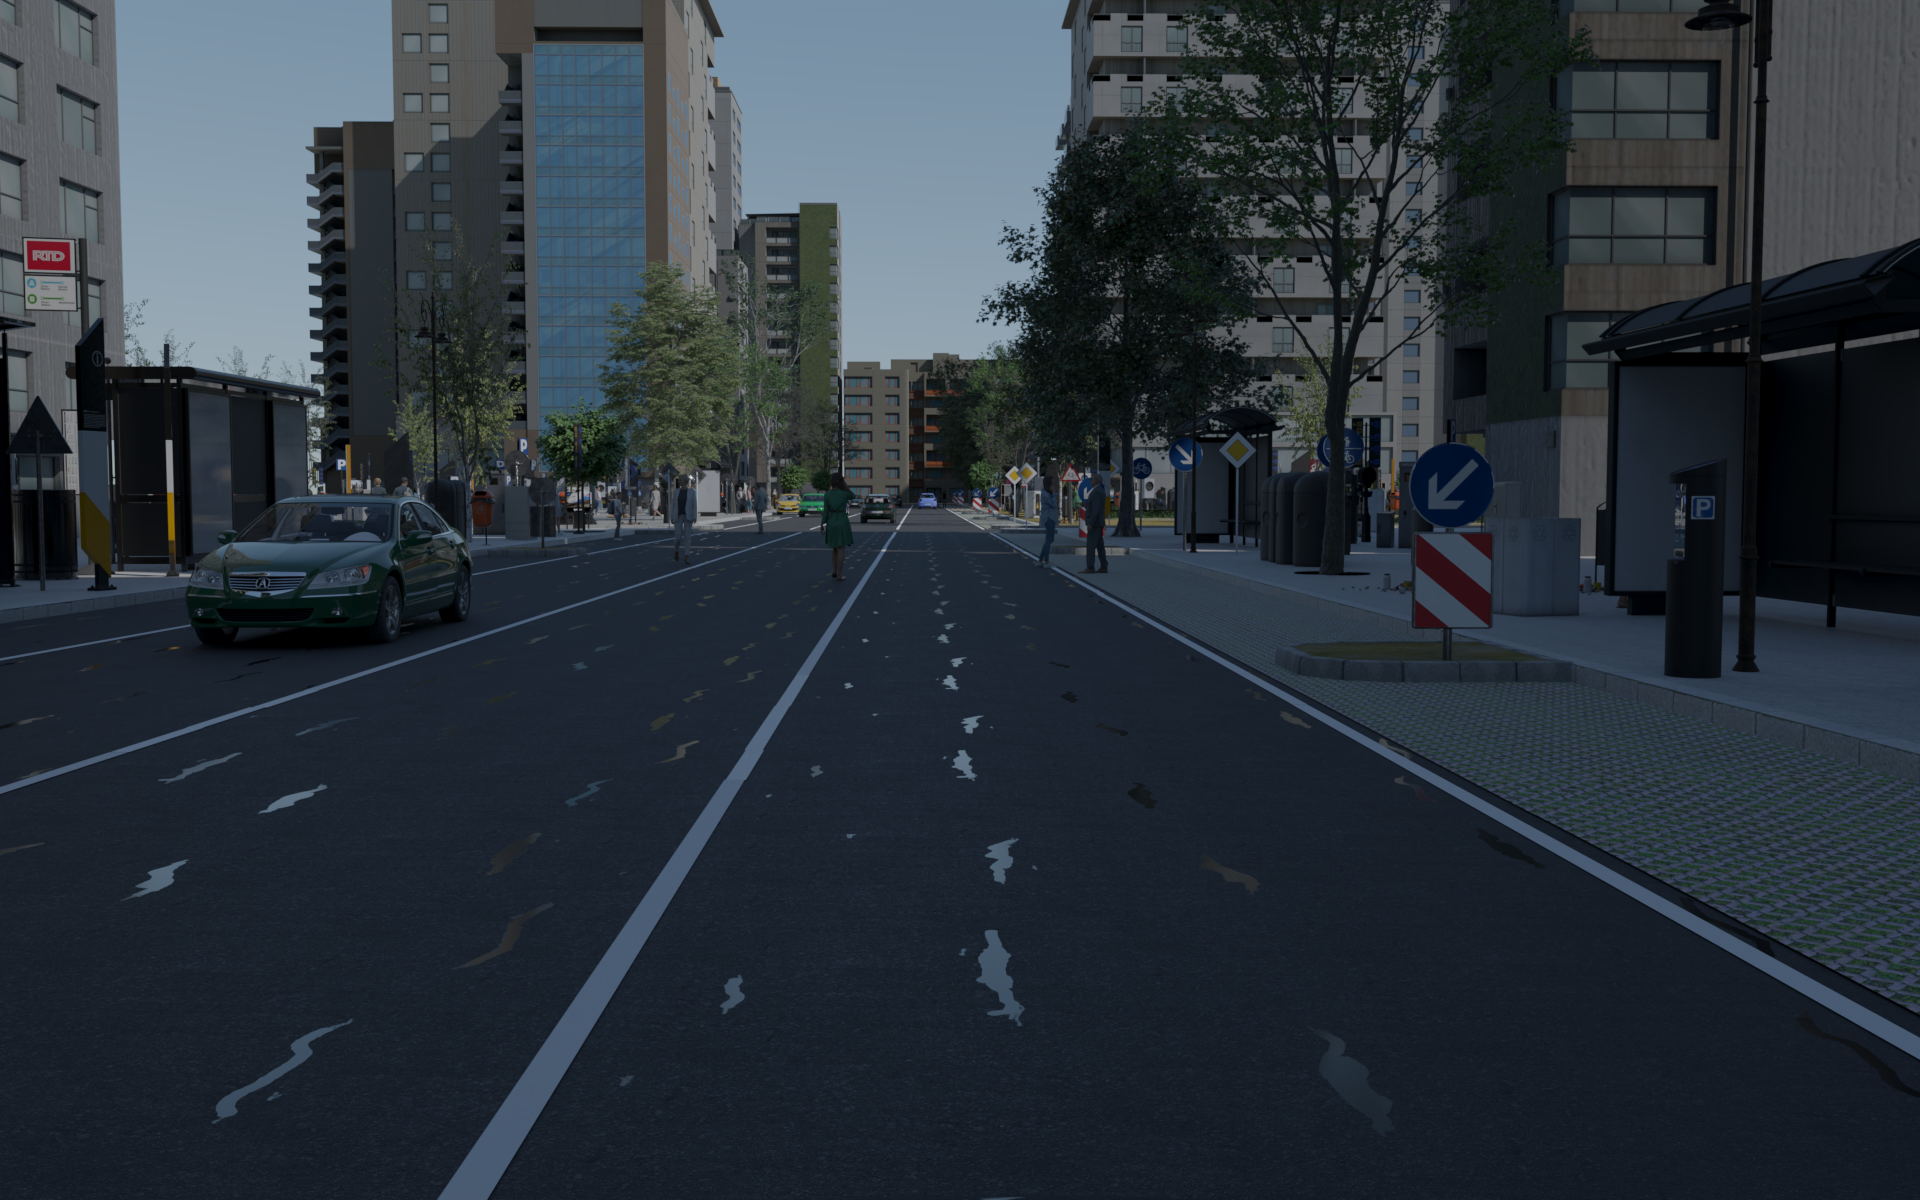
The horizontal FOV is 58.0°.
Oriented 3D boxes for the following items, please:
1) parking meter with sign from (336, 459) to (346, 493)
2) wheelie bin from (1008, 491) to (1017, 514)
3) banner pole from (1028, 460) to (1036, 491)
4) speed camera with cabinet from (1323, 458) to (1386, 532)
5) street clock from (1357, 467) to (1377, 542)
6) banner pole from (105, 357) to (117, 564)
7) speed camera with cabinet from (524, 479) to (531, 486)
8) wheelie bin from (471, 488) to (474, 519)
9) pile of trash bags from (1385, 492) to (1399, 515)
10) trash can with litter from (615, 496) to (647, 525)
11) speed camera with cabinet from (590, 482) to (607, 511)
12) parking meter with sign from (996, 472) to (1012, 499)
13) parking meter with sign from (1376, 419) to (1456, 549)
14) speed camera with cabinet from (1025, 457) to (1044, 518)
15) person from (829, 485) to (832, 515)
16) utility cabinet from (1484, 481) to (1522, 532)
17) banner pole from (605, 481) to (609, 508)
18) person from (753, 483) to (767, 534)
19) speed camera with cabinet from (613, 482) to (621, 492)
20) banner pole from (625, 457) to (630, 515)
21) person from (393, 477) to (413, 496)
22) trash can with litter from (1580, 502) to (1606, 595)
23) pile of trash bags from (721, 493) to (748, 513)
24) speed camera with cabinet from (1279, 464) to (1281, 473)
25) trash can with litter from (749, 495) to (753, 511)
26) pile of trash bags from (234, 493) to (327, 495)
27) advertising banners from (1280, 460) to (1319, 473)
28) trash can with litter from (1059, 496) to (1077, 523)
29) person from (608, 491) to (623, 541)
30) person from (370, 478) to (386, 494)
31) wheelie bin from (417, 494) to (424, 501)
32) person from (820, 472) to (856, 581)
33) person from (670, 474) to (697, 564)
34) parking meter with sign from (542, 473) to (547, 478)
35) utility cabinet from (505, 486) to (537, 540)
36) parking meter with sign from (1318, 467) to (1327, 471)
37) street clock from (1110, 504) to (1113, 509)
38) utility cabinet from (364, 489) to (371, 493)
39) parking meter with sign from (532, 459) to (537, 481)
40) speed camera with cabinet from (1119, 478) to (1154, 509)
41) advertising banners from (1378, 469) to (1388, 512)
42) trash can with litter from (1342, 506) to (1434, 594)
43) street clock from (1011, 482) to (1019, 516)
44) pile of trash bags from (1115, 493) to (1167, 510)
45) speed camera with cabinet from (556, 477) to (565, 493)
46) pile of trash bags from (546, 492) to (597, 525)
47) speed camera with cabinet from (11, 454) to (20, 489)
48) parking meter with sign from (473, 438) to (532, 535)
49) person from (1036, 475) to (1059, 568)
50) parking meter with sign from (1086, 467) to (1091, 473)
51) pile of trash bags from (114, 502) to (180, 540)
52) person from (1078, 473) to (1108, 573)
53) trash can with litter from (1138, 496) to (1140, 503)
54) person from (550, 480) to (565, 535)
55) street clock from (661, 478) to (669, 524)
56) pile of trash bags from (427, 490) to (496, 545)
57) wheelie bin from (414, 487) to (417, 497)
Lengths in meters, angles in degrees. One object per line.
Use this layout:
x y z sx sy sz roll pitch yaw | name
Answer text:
-30.304 -5.481 85.874 0.543 3.016 1.738 -3 5 -43 | parking meter with sign
3.510 -6.383 112.262 0.693 1.594 0.980 0 4 -8 | wheelie bin
5.192 -8.346 126.476 0.863 3.779 0.401 3 4 36 | banner pole
13.298 -3.920 58.429 2.038 3.252 0.660 1 4 19 | speed camera with cabinet
10.823 -2.540 46.105 0.471 2.002 0.358 -1 4 -22 | street clock
-15.369 -2.558 31.837 0.863 3.779 0.401 -1 4 -12 | banner pole
-25.851 -6.664 103.297 0.660 3.252 2.038 -1 4 -17 | speed camera with cabinet
-28.375 -5.602 99.497 0.980 1.594 0.693 2 4 24 | wheelie bin
22.043 -5.011 91.681 1.912 1.369 3.447 -2 4 -30 | pile of trash bags
-13.946 -3.762 72.565 1.678 1.210 2.233 1 4 12 | trash can with litter
-27.891 -8.354 130.923 2.038 3.252 0.660 -2 4 -24 | speed camera with cabinet
3.714 -8.570 136.382 1.738 3.016 0.543 -1 4 -23 | parking meter with sign
10.740 -2.729 40.882 1.738 3.016 0.543 2 4 29 | parking meter with sign
4.081 -5.983 92.159 0.660 3.252 2.038 2 4 24 | speed camera with cabinet
-5.487 -4.002 74.032 0.679 1.850 0.850 2 4 35 | person
9.691 -1.365 31.003 0.318 1.500 1.173 0 4 0 | utility cabinet
-28.229 -9.050 137.988 0.863 3.779 0.401 -1 4 -12 | banner pole
-7.188 -3.271 62.081 0.391 1.810 0.635 1 4 17 | person
-28.208 -8.925 140.257 2.038 3.252 0.660 2 4 26 | speed camera with cabinet
-20.114 -7.018 104.763 0.401 3.779 0.863 -2 4 -33 | banner pole
-16.580 -2.761 51.540 0.623 1.781 0.721 -2 4 -31 | person
8.978 -0.703 22.550 2.233 1.210 1.678 1 4 14 | trash can with litter
-15.855 -6.684 119.033 1.912 1.369 3.447 -2 4 -35 | pile of trash bags
21.984 -7.411 115.509 2.038 3.252 0.660 0 4 2 | speed camera with cabinet
-15.517 -7.187 128.560 1.678 1.210 2.233 -1 4 -21 | trash can with litter
-20.466 -2.578 51.907 3.447 1.369 1.912 0 4 -6 | pile of trash bags
17.013 -5.555 87.008 2.074 3.025 0.090 0 4 -3 | advertising banners
4.720 -4.002 76.483 1.678 1.210 2.233 0 4 3 | trash can with litter
-10.533 -2.582 53.310 0.503 1.515 0.523 3 5 45 | person
-17.830 -2.859 53.211 0.534 1.772 0.576 3 4 38 | person
-29.656 -5.457 97.129 0.693 1.594 0.980 3 4 38 | wheelie bin
-2.042 -1.227 28.805 0.600 1.795 0.529 0 4 2 | person
-5.714 -1.675 35.758 0.514 1.842 0.818 -1 4 -19 | person
-35.090 -9.000 143.413 0.543 3.016 1.738 3 5 40 | parking meter with sign
-12.268 -2.431 48.431 1.173 1.500 0.318 3 5 44 | utility cabinet
23.031 -6.965 110.132 0.543 3.016 1.738 1 4 11 | parking meter with sign
12.039 -8.140 137.652 0.358 2.002 0.471 3 5 42 | street clock
-35.165 -5.779 103.166 1.173 1.500 0.318 -1 4 -21 | utility cabinet
-22.219 -5.563 87.218 1.738 3.016 0.543 1 4 16 | parking meter with sign
9.976 -6.325 97.756 2.038 3.252 0.660 -2 4 -26 | speed camera with cabinet
29.854 -7.658 121.394 0.090 3.025 2.074 -2 4 -27 | advertising banners
6.063 -0.700 22.508 1.678 1.210 2.233 0 4 -8 | trash can with litter
3.247 -5.975 102.264 0.471 2.002 0.358 -2 4 -35 | street clock
11.736 -6.262 112.137 3.447 1.369 1.912 0 4 6 | pile of trash bags
-20.407 -5.728 87.983 0.660 3.252 2.038 -1 4 -23 | speed camera with cabinet
-16.636 -3.903 73.563 1.912 1.369 3.447 -2 4 -24 | pile of trash bags
-18.731 -2.413 33.792 0.660 3.252 2.038 -2 4 -27 | speed camera with cabinet
-14.459 -3.552 54.330 1.738 3.016 0.543 1 4 14 | parking meter with sign
1.698 -1.523 33.673 0.793 1.790 0.793 -2 4 -28 | person
8.961 -7.134 112.906 1.738 3.016 0.543 -3 4 -38 | parking meter with sign
-21.884 -2.232 46.239 1.912 1.369 3.447 0 4 -4 | pile of trash bags
2.369 -1.376 31.180 0.590 1.801 0.661 1 4 15 | person
13.217 -7.373 131.605 2.233 1.210 1.678 -1 4 -19 | trash can with litter
-12.569 -2.858 53.515 0.760 1.731 0.466 -3 5 -44 | person
-12.790 -4.327 75.308 0.358 2.002 0.471 1 4 17 | street clock
-13.270 -2.042 43.133 3.447 1.369 1.912 0 4 2 | pile of trash bags
-34.699 -6.147 108.419 0.980 1.594 0.693 3 5 43 | wheelie bin
